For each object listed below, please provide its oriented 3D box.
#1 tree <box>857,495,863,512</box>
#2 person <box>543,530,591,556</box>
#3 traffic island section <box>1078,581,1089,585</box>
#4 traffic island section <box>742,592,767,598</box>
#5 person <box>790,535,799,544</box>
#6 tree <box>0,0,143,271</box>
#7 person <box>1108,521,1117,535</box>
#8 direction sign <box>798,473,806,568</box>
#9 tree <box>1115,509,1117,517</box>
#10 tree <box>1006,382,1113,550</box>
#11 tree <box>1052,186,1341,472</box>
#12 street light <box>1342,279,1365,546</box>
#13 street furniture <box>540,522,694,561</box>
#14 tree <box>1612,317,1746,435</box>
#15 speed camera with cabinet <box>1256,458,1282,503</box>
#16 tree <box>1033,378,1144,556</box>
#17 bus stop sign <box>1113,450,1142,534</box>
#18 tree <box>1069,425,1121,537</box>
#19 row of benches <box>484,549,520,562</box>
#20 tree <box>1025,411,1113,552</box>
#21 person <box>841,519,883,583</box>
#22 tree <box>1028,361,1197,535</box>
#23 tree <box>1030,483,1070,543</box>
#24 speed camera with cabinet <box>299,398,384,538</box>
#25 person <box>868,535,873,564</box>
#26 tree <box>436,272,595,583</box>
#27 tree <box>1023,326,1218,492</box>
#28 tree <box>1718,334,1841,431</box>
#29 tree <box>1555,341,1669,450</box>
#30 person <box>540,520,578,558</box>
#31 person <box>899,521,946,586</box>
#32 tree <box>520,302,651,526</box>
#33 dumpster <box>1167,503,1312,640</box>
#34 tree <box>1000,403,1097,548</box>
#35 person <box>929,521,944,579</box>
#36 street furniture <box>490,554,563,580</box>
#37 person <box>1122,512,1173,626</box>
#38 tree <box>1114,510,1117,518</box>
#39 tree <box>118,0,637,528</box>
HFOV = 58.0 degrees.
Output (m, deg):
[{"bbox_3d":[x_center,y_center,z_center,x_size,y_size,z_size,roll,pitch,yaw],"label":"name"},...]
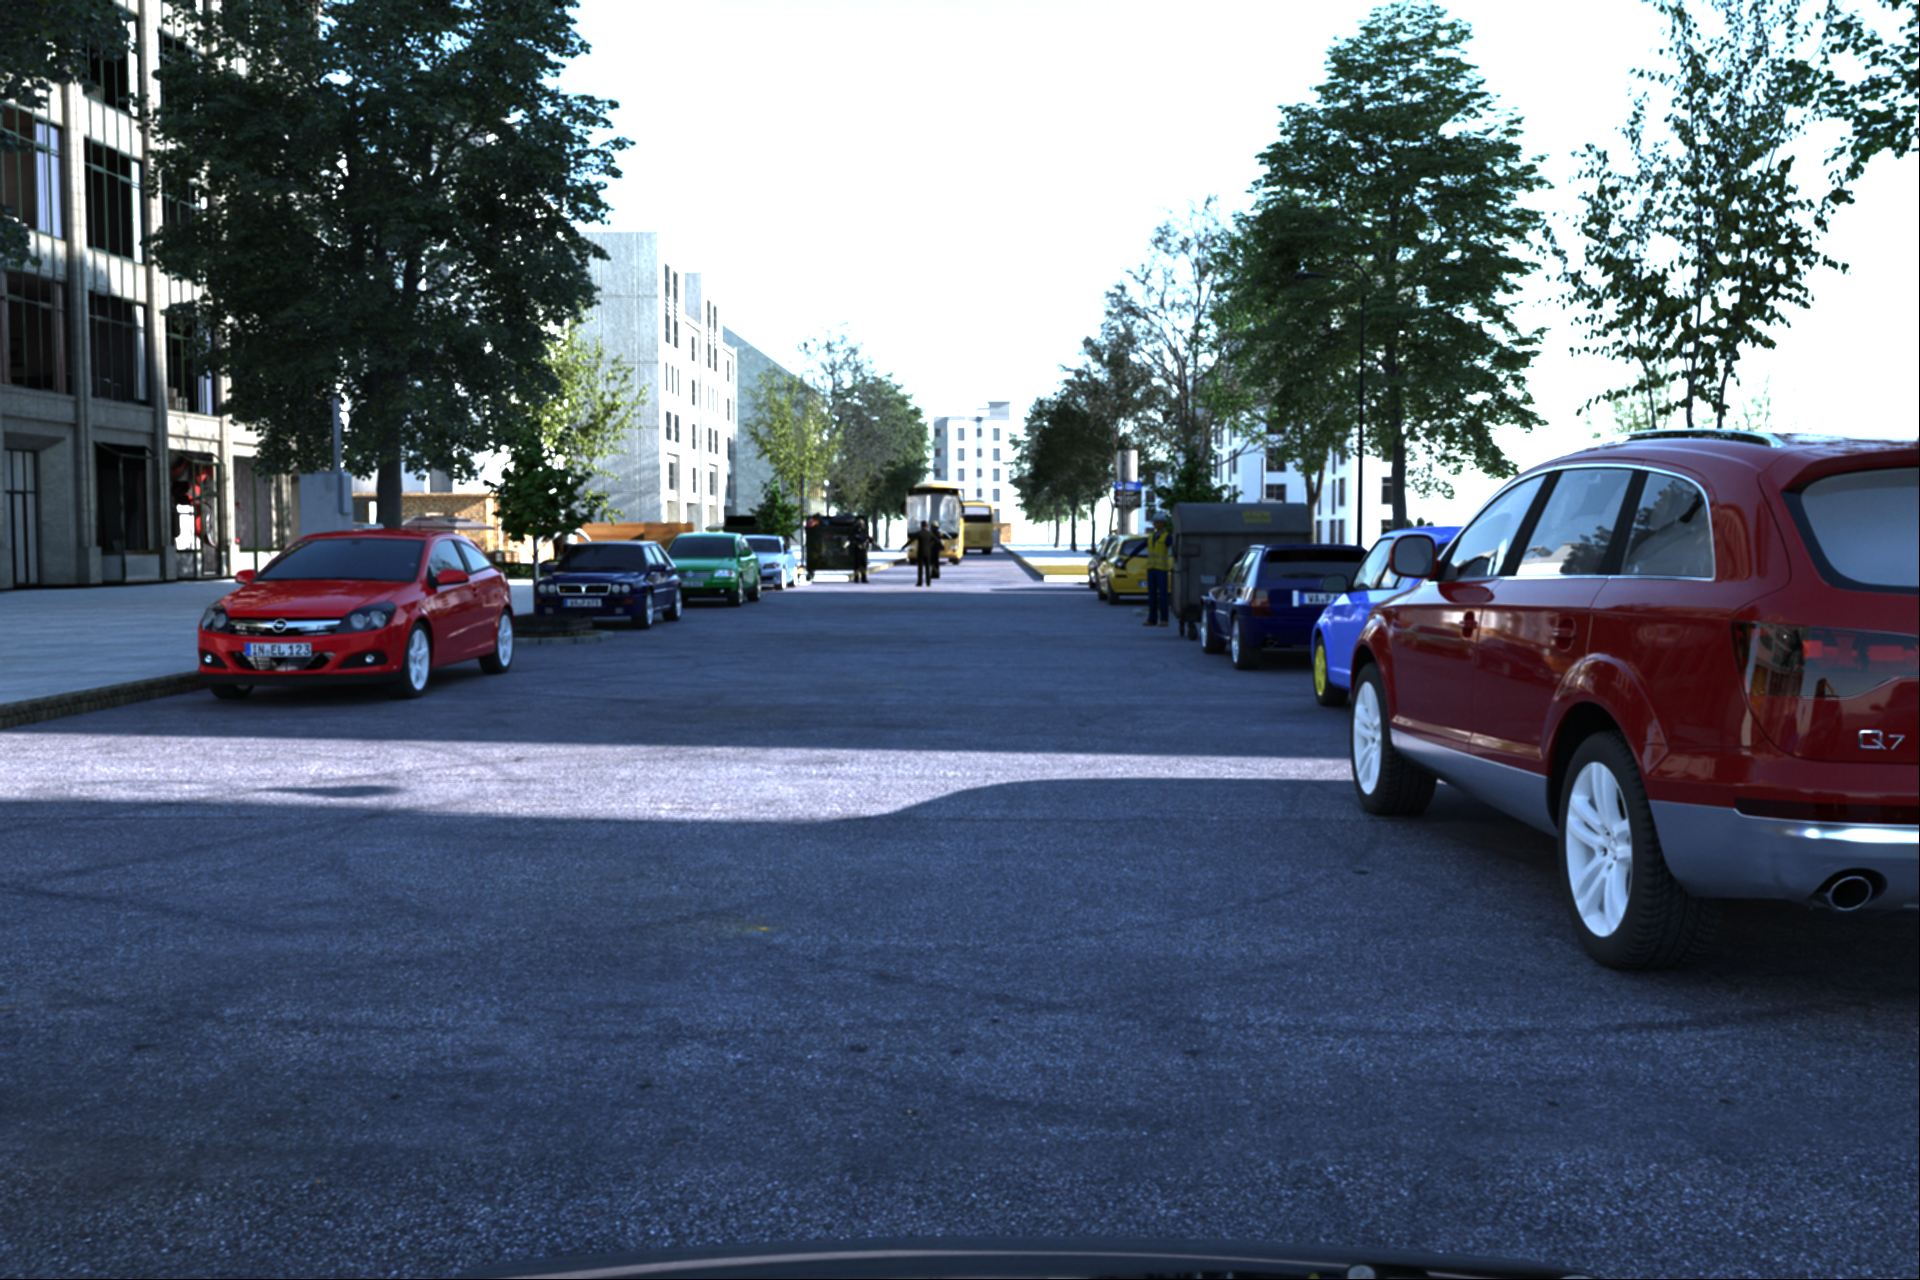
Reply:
[{"bbox_3d":[-13.736,-19.516,244.846,9.928,11.665,9.643,0,3,0],"label":"tree"},{"bbox_3d":[-10.126,-2.370,44.901,1.344,1.810,0.704,-2,4,-30],"label":"person"},{"bbox_3d":[4.366,-1.614,49.260,1.991,0.108,1.994,0,4,0],"label":"traffic island section"},{"bbox_3d":[-5.486,-1.031,39.724,1.991,0.108,1.994,0,4,1],"label":"traffic island section"},{"bbox_3d":[-6.832,-3.781,67.759,0.705,1.837,1.347,3,4,36],"label":"person"},{"bbox_3d":[-11.628,-6.604,14.638,9.857,13.997,8.962,0,3,0],"label":"tree"},{"bbox_3d":[5.322,-3.143,58.191,1.217,1.733,0.721,1,4,10],"label":"person"},{"bbox_3d":[-5.910,-4.454,64.812,0.379,3.537,0.876,0,4,3],"label":"direction sign"},{"bbox_3d":[24.577,-18.365,250.621,4.360,8.622,3.978,0,3,0],"label":"tree"},{"bbox_3d":[9.083,-14.023,139.642,12.009,13.543,11.850,0,3,0],"label":"tree"},{"bbox_3d":[8.439,-9.276,62.027,12.009,13.543,11.850,0,3,0],"label":"tree"},{"bbox_3d":[7.686,-3.566,30.847,1.470,5.913,1.316,0,4,1],"label":"street light"},{"bbox_3d":[-12.145,-3.811,69.165,9.812,1.723,11.010,-1,4,-17],"label":"street furniture"},{"bbox_3d":[23.499,-6.586,58.037,4.360,8.622,3.978,0,3,0],"label":"tree"},{"bbox_3d":[8.029,-3.053,44.256,0.660,3.252,2.038,0,4,1],"label":"speed camera with cabinet"},{"bbox_3d":[7.374,-10.060,98.895,7.601,10.594,8.767,-3,4,-37],"label":"tree"},{"bbox_3d":[5.273,-4.018,54.706,0.837,3.901,0.837,0,4,0],"label":"bus stop sign"},{"bbox_3d":[8.375,-9.655,108.215,4.360,8.622,3.978,0,3,0],"label":"tree"},{"bbox_3d":[-18.695,-3.372,70.598,1.422,0.672,4.104,0,4,-1],"label":"row of benches"},{"bbox_3d":[7.879,-11.529,122.915,7.601,10.594,8.767,-2,4,-33],"label":"tree"},{"bbox_3d":[-2.899,-2.592,50.609,1.354,1.856,0.705,-2,4,-30],"label":"person"},{"bbox_3d":[7.612,-9.342,87.155,8.767,10.594,7.601,-1,4,-15],"label":"tree"},{"bbox_3d":[12.986,-20.018,245.424,7.486,12.596,7.792,0,3,0],"label":"tree"},{"bbox_3d":[-9.270,-1.937,26.010,0.660,3.252,2.038,0,3,0],"label":"speed camera with cabinet"},{"bbox_3d":[-3.974,-4.105,73.256,0.704,1.843,1.345,1,4,22],"label":"person"},{"bbox_3d":[-11.208,-5.768,44.672,4.737,8.622,4.395,0,3,0],"label":"tree"},{"bbox_3d":[7.287,-8.663,76.057,8.767,10.594,7.601,-1,4,-20],"label":"tree"},{"bbox_3d":[29.427,-6.924,63.577,4.360,8.622,3.978,0,3,0],"label":"tree"},{"bbox_3d":[25.341,-7.037,65.413,4.360,8.622,3.978,0,3,0],"label":"tree"},{"bbox_3d":[-13.891,-3.292,59.961,1.346,1.812,0.704,0,4,3],"label":"person"},{"bbox_3d":[-0.998,-2.374,47.490,1.346,1.802,0.704,-1,4,-18],"label":"person"},{"bbox_3d":[-11.382,-6.127,50.536,4.737,8.622,4.395,0,3,0],"label":"tree"},{"bbox_3d":[3.826,-0.951,23.772,1.865,1.857,1.264,0,3,0],"label":"dumpster"},{"bbox_3d":[8.817,-15.373,158.007,9.857,13.997,8.962,0,3,0],"label":"tree"},{"bbox_3d":[-0.839,-2.902,55.677,0.705,1.856,1.354,-2,4,-29],"label":"person"},{"bbox_3d":[-11.847,-2.314,53.463,5.734,0.657,10.072,1,4,17],"label":"street furniture"},{"bbox_3d":[3.045,-1.105,26.987,1.216,1.772,0.721,3,5,42],"label":"person"},{"bbox_3d":[24.228,-18.100,246.293,4.360,8.622,3.978,0,3,0],"label":"tree"},{"bbox_3d":[-11.114,-7.737,33.156,9.857,13.997,8.962,0,3,0],"label":"tree"}]
